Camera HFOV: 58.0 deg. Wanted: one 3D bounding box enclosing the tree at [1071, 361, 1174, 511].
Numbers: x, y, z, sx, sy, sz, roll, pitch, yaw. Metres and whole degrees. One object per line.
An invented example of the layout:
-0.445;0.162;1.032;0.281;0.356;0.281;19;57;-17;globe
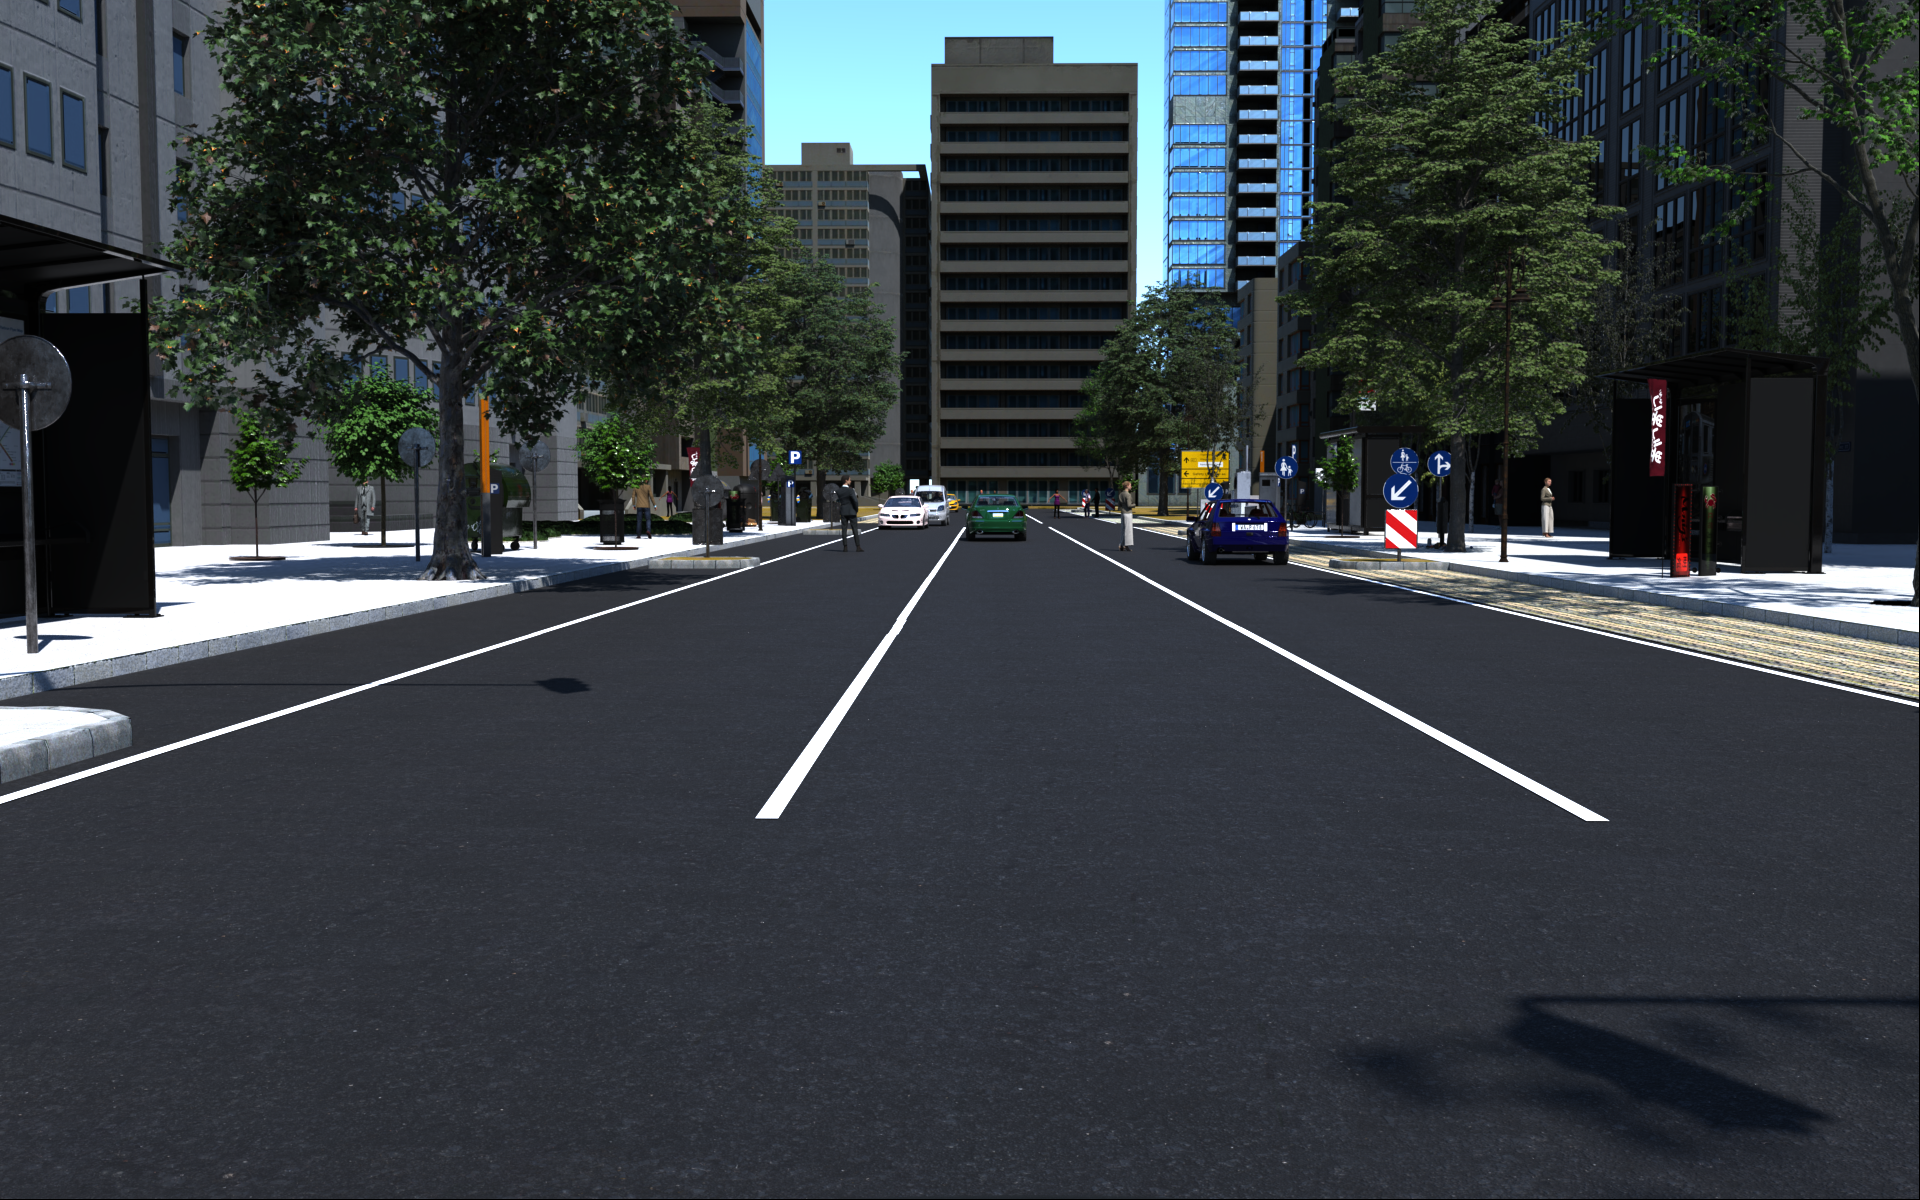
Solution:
12.162;-12.500;130.125;9.928;11.665;9.643;0;3;0;tree

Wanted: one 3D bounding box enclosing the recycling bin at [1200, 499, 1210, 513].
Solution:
11.940;-4.336;83.455;0.722;1.027;0.722;1;4;9;recycling bin

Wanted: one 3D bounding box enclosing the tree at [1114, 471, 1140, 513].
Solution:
11.660;-7.606;118.965;1.663;3.219;1.824;0;3;0;tree

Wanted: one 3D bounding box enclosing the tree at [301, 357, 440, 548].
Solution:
-14.040;-3.552;41.788;4.285;4.588;4.351;0;3;0;tree

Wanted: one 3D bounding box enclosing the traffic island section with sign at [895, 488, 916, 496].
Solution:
-3.779;-6.277;111.252;1.989;1.847;2.006;0;4;1;traffic island section with sign

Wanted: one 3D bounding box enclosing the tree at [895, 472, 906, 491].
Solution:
-5.591;-9.666;152.643;1.663;3.219;1.824;0;3;0;tree

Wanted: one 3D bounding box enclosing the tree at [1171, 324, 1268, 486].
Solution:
11.324;-7.686;76.026;4.360;8.622;3.978;0;3;0;tree

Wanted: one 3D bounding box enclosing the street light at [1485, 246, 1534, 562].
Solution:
10.249;-3.650;32.471;0.468;5.910;1.993;0;4;1;street light

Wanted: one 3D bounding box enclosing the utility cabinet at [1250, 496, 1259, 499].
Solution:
12.738;-3.967;76.015;1.020;1.237;0.306;0;4;-5;utility cabinet

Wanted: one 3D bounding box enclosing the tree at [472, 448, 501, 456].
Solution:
-17.455;-4.217;63.547;1.663;3.219;1.824;0;3;0;tree

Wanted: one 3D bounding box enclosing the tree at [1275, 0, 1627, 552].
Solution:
10.954;-7.364;38.533;7.486;12.596;7.792;0;3;0;tree

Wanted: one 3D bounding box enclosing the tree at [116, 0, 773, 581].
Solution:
-7.534;-6.650;25.743;9.611;12.733;9.660;0;3;0;tree

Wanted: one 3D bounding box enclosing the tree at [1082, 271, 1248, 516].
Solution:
11.716;-11.840;100.237;9.857;13.997;8.962;0;3;0;tree

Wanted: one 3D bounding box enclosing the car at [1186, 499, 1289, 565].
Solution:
5.790;-1.456;36.384;1.945;1.354;3.894;0;4;1;car

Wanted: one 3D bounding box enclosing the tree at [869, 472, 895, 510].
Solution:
-6.586;-8.830;138.963;1.663;3.219;1.824;0;3;0;tree

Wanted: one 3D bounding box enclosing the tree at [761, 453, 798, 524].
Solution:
-7.970;-4.904;74.779;1.663;3.219;1.824;0;3;0;tree

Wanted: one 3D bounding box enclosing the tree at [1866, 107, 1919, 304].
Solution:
17.169;-4.788;28.649;4.360;8.622;3.978;0;3;0;tree

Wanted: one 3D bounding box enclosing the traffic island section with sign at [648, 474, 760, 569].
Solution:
-5.009;-1.568;34.271;1.989;1.847;2.006;0;4;1;traffic island section with sign

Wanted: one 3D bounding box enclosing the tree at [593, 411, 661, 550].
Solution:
-7.977;-2.763;39.769;1.663;3.219;1.824;0;3;0;tree

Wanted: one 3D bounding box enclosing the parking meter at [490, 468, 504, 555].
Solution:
-9.926;-1.903;36.822;0.399;1.863;0.255;-2;4;-34;parking meter

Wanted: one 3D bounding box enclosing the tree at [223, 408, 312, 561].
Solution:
-13.668;-2.380;33.513;1.663;3.219;1.824;0;3;0;tree

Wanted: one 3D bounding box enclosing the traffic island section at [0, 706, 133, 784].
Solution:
-5.733;0.813;8.994;2.009;0.180;2.903;0;4;1;traffic island section

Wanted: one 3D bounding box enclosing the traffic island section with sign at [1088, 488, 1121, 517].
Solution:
9.436;-6.247;110.760;1.989;1.847;2.006;0;4;1;traffic island section with sign

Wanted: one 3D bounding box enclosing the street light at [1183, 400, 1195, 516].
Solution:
10.968;-6.755;83.232;0.468;5.910;1.993;0;4;1;street light

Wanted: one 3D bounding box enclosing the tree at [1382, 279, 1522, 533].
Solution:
16.876;-6.542;57.322;4.737;8.622;4.395;0;3;0;tree

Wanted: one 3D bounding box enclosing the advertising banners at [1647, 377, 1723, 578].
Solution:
11.139;-1.864;26.658;2.074;3.025;0.090;-3;4;-36;advertising banners

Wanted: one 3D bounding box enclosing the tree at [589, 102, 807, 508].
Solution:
-7.825;-8.113;50.767;7.486;12.596;7.792;0;3;0;tree

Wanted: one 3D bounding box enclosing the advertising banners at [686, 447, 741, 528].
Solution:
-9.120;-4.175;64.451;2.074;3.025;0.090;0;4;-5;advertising banners

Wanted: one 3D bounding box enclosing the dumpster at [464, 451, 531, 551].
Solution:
-10.516;-2.199;38.446;1.502;2.255;1.985;0;4;1;dumpster

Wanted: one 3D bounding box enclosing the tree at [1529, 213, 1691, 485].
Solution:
16.681;-5.760;44.539;4.360;8.622;3.978;0;3;0;tree

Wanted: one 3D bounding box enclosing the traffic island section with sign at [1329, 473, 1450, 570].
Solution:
8.200;-1.513;33.370;1.989;1.847;2.006;0;4;1;traffic island section with sign

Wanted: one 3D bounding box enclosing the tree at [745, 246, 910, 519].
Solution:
-7.099;-11.157;89.064;9.857;13.997;8.962;0;3;0;tree

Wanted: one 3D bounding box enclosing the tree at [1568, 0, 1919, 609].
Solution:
10.881;-5.728;19.405;9.928;11.665;9.643;0;3;0;tree

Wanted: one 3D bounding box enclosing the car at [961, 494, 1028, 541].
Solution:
1.110;-2.596;54.236;2.131;1.459;4.920;0;4;-1;car

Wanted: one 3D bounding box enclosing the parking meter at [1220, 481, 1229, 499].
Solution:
12.036;-4.479;78.936;0.255;1.863;0.399;3;5;43;parking meter

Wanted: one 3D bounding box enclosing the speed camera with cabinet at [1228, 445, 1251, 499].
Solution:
11.438;-4.689;71.005;0.660;3.252;2.038;0;4;-1;speed camera with cabinet

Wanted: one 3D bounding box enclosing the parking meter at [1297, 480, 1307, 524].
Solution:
14.520;-4.150;73.567;0.399;1.863;0.255;0;3;0;parking meter

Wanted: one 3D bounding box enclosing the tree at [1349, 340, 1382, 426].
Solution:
16.786;-6.867;62.633;4.737;8.622;4.395;0;3;0;tree

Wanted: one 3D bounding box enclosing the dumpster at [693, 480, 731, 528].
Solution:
-9.490;-3.697;66.209;1.264;1.857;1.865;0;4;1;dumpster

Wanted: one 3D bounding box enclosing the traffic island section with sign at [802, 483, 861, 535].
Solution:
-4.558;-3.265;62.017;1.989;1.847;2.006;0;4;1;traffic island section with sign

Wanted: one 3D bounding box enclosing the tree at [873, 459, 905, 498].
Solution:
-6.609;-10.762;159.672;4.285;4.588;4.351;0;3;0;tree

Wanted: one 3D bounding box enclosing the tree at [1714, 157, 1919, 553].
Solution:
18.642;-5.327;37.466;4.737;8.622;4.395;0;3;0;tree

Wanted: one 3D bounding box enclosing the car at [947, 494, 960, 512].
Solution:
-0.991;-7.699;136.109;2.015;1.641;3.980;0;4;-1;car

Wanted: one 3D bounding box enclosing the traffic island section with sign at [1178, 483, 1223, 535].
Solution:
8.632;-3.162;60.322;1.989;1.847;2.006;0;4;1;traffic island section with sign

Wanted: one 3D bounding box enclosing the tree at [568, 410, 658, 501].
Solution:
-13.122;-5.014;65.686;4.285;4.588;4.351;0;3;0;tree

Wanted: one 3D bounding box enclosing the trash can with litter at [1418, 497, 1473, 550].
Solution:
11.264;-1.828;40.953;1.678;1.210;2.233;1;4;20;trash can with litter

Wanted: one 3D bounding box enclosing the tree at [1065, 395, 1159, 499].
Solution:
13.179;-13.111;148.772;8.767;10.594;7.601;0;4;4;tree

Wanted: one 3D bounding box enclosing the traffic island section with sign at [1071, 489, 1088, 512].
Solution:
9.858;-7.899;137.769;1.989;1.847;2.006;0;4;1;traffic island section with sign

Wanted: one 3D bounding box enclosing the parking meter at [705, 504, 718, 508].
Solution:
-10.315;-3.899;72.156;0.372;1.533;0.369;0;3;0;parking meter

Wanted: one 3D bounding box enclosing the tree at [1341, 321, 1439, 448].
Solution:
18.459;-7.489;72.805;4.360;8.622;3.978;0;3;0;tree

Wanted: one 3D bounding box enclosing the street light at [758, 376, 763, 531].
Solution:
-6.978;-5.361;60.447;0.468;5.910;1.993;0;4;1;street light

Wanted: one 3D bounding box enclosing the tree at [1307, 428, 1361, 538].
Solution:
11.288;-3.442;50.880;1.663;3.219;1.824;0;3;0;tree

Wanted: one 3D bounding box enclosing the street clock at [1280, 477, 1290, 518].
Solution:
13.185;-4.033;70.516;0.358;2.002;0.471;-3;5;-44;street clock

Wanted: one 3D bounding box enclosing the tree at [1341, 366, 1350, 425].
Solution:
19.600;-7.961;80.524;4.737;8.622;4.395;0;3;0;tree

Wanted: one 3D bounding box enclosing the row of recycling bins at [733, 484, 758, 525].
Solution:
-8.781;-3.901;70.900;1.069;1.692;3.534;0;4;-3;row of recycling bins
